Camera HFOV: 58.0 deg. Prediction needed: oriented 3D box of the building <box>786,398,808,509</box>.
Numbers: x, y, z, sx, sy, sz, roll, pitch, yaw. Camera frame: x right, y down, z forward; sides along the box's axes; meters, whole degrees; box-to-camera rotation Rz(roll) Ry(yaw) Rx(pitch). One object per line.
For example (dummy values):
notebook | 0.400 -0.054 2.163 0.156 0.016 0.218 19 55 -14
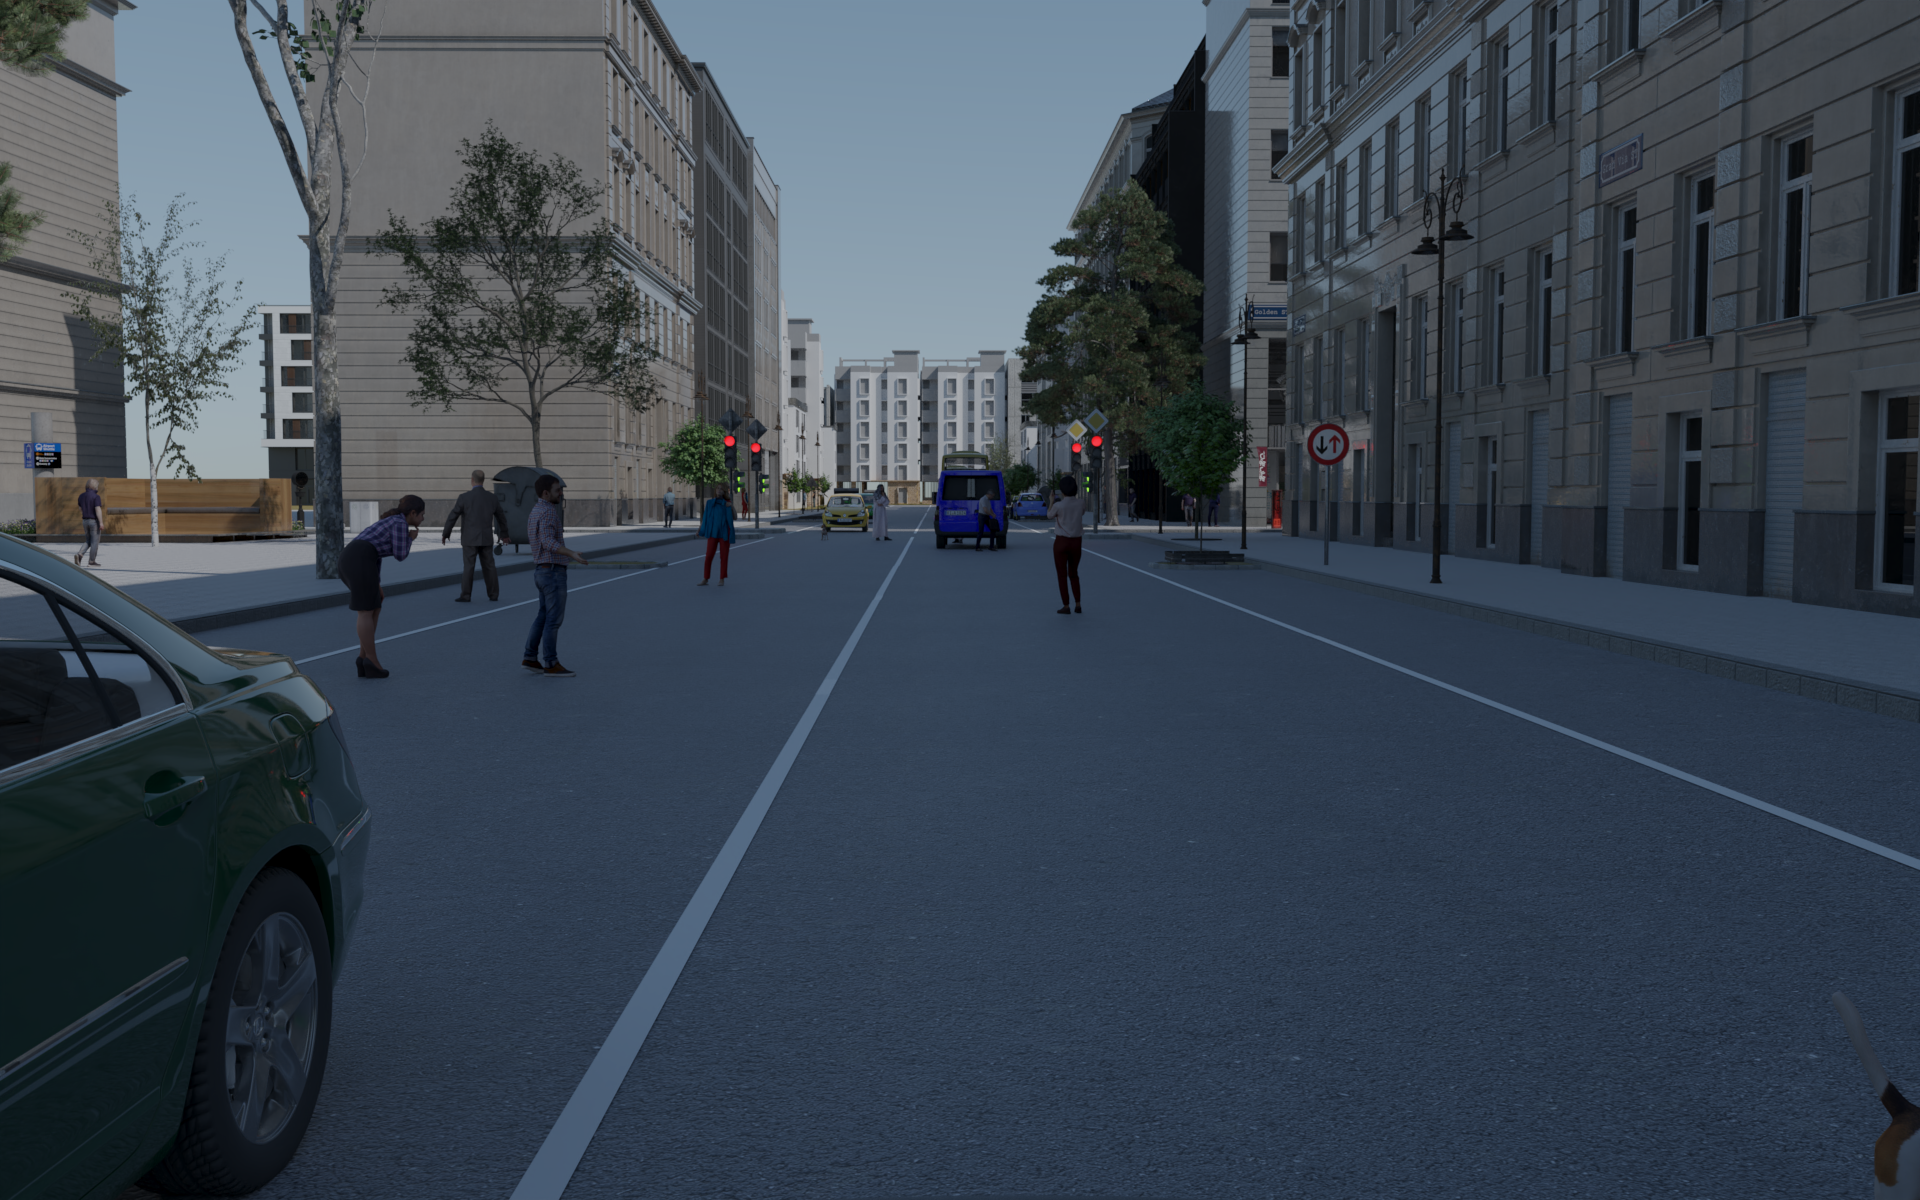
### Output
building | -19.036 -13.620 164.836 9.099 9.664 28.070 0 4 -1

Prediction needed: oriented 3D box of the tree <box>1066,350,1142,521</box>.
tree | 6.693 -8.044 81.883 4.737 8.622 4.395 0 3 0

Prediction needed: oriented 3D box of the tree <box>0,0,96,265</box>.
tree | -9.280 -5.477 11.604 6.751 12.117 7.091 0 3 0

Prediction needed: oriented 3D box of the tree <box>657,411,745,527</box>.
tree | -10.235 -5.205 68.812 4.285 4.588 4.351 0 3 0

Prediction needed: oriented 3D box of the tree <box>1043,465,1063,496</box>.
tree | 6.469 -7.277 113.588 1.663 3.219 1.824 0 3 0

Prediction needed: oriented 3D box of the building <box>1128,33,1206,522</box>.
building | 15.489 -15.711 86.554 12.332 23.373 15.834 0 4 -1

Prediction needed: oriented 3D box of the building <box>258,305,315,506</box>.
building | -59.513 -21.644 197.855 32.646 21.610 27.936 0 4 -1

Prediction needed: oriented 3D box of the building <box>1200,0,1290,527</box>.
building | 25.718 -18.011 71.980 29.804 29.767 11.434 0 4 -1

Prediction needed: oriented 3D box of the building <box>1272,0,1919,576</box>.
building | 15.681 -14.865 40.304 12.463 27.353 25.104 0 4 -1

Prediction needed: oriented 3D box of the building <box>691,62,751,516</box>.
building | -20.723 -18.915 102.767 14.314 27.812 24.014 0 4 -1

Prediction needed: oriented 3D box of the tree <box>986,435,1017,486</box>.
tree | 4.935 -16.257 216.169 4.737 8.622 4.395 0 3 0

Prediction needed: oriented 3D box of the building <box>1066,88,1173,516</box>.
building | 17.248 -20.817 116.773 17.030 29.872 44.131 0 4 -1

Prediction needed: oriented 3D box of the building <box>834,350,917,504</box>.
building | -11.041 -23.076 233.719 11.380 20.091 16.016 0 4 -1

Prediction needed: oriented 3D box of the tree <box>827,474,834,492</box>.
tree | -11.552 -9.218 145.312 1.663 3.219 1.824 0 3 0

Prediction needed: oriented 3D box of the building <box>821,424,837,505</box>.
building | -29.020 -16.263 208.051 28.070 9.664 9.099 0 4 -1

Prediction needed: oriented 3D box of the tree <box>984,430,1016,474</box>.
tree | 4.570 -14.972 195.152 4.360 8.622 3.978 0 3 0

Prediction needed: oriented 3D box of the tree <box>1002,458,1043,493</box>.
tree | 5.684 -10.578 156.663 4.285 4.588 4.351 0 3 0

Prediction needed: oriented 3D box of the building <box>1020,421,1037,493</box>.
building | 12.043 -15.688 198.637 9.099 9.664 28.070 0 4 -1

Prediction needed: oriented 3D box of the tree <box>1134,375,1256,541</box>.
tree | 6.517 -3.945 48.217 4.285 4.588 4.351 0 3 0

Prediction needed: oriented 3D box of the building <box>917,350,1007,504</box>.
building | 0.338 -23.086 233.869 11.380 20.091 16.016 0 4 -1

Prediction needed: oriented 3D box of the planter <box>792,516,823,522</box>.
planter | -7.518 -4.132 88.699 1.991 0.319 1.994 0 4 -1

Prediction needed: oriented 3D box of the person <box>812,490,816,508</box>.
person | -13.711 -9.563 162.418 0.705 1.822 1.348 0 4 6

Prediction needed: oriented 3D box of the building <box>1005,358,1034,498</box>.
building | 21.910 -22.485 234.087 31.486 18.905 16.747 0 4 -1

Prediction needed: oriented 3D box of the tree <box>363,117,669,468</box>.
tree | -10.830 -6.678 43.594 7.601 10.594 8.767 0 4 2

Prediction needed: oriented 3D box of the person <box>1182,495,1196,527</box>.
person | 9.072 -3.665 68.175 0.569 1.553 0.471 3 5 40

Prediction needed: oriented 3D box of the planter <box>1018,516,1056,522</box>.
planter | 3.991 -4.166 89.252 1.991 0.319 1.994 0 4 -1

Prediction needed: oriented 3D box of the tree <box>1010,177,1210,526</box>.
tree | 5.926 -9.911 69.475 7.806 13.903 7.818 0 3 0

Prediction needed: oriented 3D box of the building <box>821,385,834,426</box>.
building | -32.933 -22.480 234.013 31.486 18.905 16.747 0 4 -1

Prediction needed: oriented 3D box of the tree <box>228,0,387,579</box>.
tree | -10.864 -10.343 24.995 12.611 20.169 13.585 0 3 0

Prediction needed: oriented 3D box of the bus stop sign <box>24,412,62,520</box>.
bus stop sign | -29.610 -4.093 55.943 0.837 3.901 0.837 3 5 41

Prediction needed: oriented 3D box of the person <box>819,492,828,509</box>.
person | -12.035 -8.881 151.970 1.217 1.736 0.721 -3 5 -44

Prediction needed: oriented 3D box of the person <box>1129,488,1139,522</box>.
person | 7.944 -4.333 79.090 0.471 1.553 0.569 0 4 7

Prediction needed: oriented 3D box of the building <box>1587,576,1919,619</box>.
building | 15.542 -13.332 15.242 12.463 27.353 25.104 0 4 -1

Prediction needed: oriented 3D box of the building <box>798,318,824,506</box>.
building | -22.455 -20.045 184.162 16.016 20.091 11.380 0 4 -1

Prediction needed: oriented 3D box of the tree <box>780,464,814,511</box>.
tree | -10.409 -6.999 109.038 1.663 3.219 1.824 0 3 0

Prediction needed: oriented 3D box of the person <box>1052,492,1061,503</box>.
person | 5.715 -5.770 103.610 0.697 1.427 0.421 3 4 38

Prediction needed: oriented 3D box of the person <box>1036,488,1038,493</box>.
person | 5.700 -7.287 126.121 0.436 1.711 0.756 1 4 17

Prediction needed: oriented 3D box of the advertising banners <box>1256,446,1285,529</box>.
advertising banners | 11.712 -4.140 63.875 2.074 3.025 0.090 -2 4 -31

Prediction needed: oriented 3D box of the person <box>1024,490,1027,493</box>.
person | 6.138 -9.389 159.568 0.705 1.823 1.348 2 4 26

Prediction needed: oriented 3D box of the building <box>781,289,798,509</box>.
building | -22.328 -17.637 144.784 16.016 20.091 11.380 0 4 -1

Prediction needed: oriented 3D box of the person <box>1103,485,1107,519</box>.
person | 7.285 -4.965 87.753 0.750 1.759 0.617 2 4 30

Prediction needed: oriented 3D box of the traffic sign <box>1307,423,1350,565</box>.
traffic sign | 6.615 -1.902 31.204 0.768 2.556 0.104 0 4 2

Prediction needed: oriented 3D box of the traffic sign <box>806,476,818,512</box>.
traffic sign | -10.407 -7.435 121.569 0.884 2.594 0.081 0 4 7

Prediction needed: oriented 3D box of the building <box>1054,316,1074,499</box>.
building | 16.143 -17.784 147.181 16.016 20.091 11.380 0 4 -1

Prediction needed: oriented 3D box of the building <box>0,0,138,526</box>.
building | -49.235 -17.429 72.350 23.554 28.519 14.401 0 4 -1

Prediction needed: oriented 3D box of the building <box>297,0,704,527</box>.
building | -19.350 -17.188 78.283 12.463 27.353 25.104 0 4 -1

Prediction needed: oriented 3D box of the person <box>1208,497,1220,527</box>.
person | 9.936 -3.717 67.519 0.576 1.737 0.504 2 4 33

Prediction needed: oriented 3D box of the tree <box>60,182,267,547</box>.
tree | -19.327 -5.597 41.875 4.360 8.622 3.978 0 3 0

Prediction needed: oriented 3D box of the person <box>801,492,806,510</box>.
person | -12.370 -7.878 137.053 0.429 1.552 0.499 3 4 36

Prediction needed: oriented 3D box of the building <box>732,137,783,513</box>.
building | -19.770 -18.766 124.847 12.078 24.808 19.932 0 4 -1

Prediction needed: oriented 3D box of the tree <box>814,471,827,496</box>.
tree | -11.375 -8.297 130.257 1.663 3.219 1.824 0 3 0

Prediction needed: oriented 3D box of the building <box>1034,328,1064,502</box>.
building | 16.771 -18.483 168.648 16.747 18.905 31.486 0 4 -1
